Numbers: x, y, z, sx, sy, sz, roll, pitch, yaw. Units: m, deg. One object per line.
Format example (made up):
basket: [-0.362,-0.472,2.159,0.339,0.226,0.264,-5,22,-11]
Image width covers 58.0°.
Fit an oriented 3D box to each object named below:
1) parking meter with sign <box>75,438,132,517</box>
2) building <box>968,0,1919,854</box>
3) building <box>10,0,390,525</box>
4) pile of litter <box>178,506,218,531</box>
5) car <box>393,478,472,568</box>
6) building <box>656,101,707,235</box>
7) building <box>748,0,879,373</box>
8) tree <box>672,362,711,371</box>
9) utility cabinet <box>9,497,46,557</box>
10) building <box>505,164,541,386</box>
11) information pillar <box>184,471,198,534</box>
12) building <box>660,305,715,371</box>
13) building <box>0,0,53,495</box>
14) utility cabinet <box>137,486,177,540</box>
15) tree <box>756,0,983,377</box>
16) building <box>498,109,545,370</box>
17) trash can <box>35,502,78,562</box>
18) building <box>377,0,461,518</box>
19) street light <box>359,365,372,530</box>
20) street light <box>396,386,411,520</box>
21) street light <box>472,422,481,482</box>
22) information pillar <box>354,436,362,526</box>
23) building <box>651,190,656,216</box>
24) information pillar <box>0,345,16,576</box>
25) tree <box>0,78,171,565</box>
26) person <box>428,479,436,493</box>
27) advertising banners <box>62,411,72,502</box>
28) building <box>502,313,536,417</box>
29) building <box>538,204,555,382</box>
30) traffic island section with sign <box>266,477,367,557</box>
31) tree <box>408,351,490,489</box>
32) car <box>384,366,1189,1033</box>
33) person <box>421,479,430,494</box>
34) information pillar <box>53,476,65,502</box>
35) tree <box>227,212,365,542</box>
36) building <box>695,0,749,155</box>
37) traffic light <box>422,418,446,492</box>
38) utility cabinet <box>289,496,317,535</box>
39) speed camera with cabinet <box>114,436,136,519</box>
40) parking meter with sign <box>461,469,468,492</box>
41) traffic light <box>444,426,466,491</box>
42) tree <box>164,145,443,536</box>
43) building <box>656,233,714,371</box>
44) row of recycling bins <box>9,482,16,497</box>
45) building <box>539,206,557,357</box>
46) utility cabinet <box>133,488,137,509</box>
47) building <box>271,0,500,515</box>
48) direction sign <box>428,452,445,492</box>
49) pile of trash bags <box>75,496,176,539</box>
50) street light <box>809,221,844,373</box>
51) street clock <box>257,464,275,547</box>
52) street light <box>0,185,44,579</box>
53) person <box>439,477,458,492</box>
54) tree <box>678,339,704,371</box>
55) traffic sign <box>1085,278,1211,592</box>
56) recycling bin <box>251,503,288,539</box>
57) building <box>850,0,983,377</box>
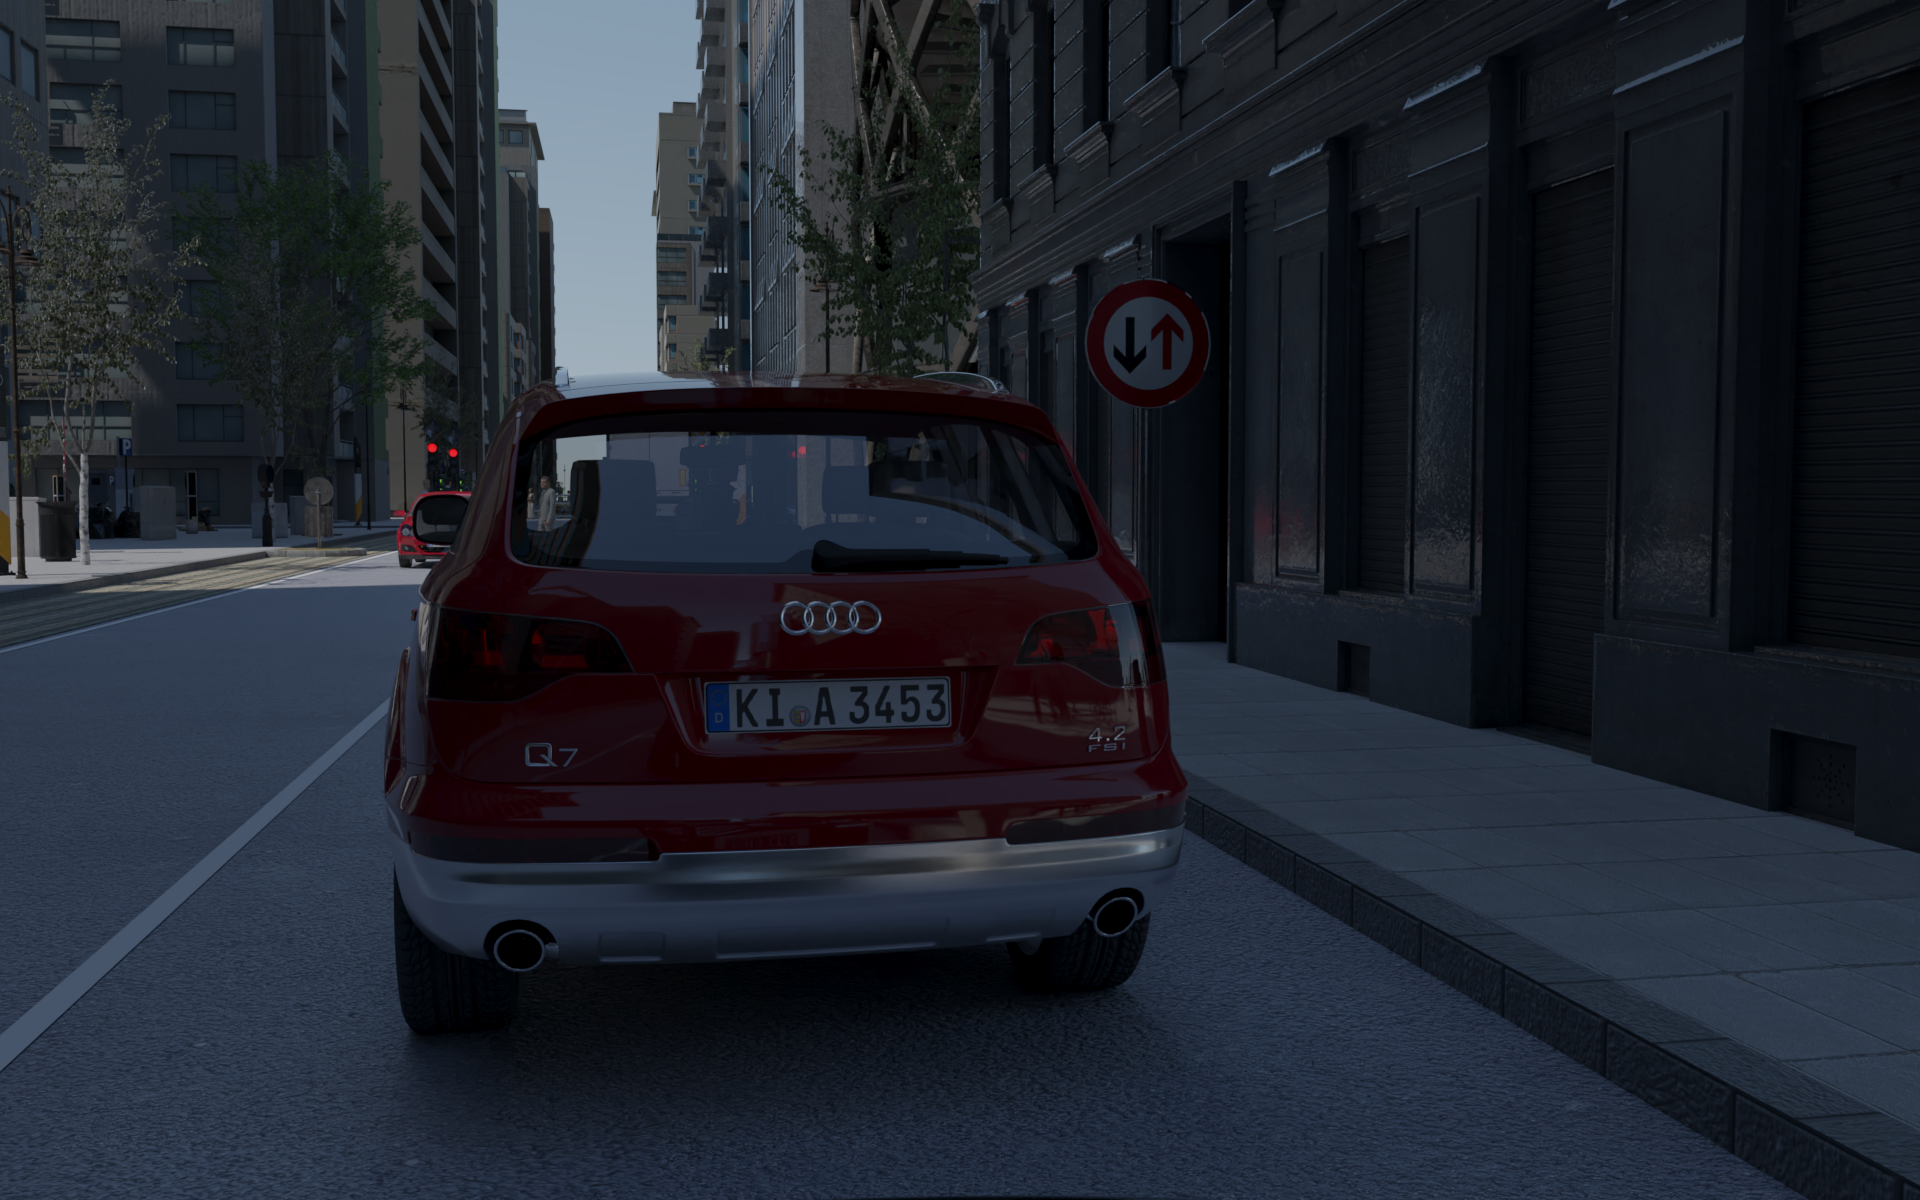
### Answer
parking meter with sign: [-26.810,-3.539,54.124,1.738,3.016,0.543,0,4,7]
building: [6.472,-10.107,14.396,9.793,20.994,18.267,-1,4,-11]
building: [-33.708,-24.013,76.207,14.154,41.232,14.086,-1,4,-11]
pile of litter: [-26.365,-2.812,59.947,1.176,0.858,1.719,-3,5,-41]
car: [-10.328,-1.600,35.193,2.155,1.783,4.494,-1,4,-11]
building: [-26.074,-35.993,212.188,21.300,48.544,21.600,-1,4,-11]
building: [-0.103,-14.577,56.357,12.078,24.808,19.932,-1,4,-11]
tree: [-14.743,-8.830,94.727,4.360,8.622,3.978,0,3,0]
utility cabinet: [-19.190,-1.478,35.325,1.020,1.237,0.306,0,4,2]
building: [-58.029,-32.099,208.411,14.154,41.232,14.086,-1,4,-11]
information pillar: [-24.788,-3.140,55.838,0.304,2.012,0.304,-3,5,-41]
building: [-15.951,-20.178,174.957,27.650,21.520,28.899,-1,4,-11]
building: [-42.056,-27.832,44.285,27.495,52.752,28.713,-1,4,-11]
utility cabinet: [-22.318,-2.419,48.228,0.318,1.500,1.173,1,4,10]
tree: [-0.518,-4.601,25.591,4.737,8.622,4.395,0,3,0]
building: [-72.192,-39.737,238.937,28.713,52.752,27.495,-1,4,-11]
trash can: [-17.150,-1.301,32.925,0.748,1.137,0.748,0,3,0]
building: [-41.437,-29.178,100.763,21.300,48.544,21.600,-1,4,-11]
street light: [-21.204,-5.455,61.975,0.468,5.910,1.993,-1,4,-11]
street light: [-23.155,-6.079,72.184,0.468,5.910,1.993,-1,4,-11]
street light: [-30.096,-8.259,107.829,0.468,5.910,1.993,-1,4,-11]
information pillar: [-24.536,-4.846,70.586,0.183,3.616,0.504,0,4,4]
building: [-37.180,-43.034,292.848,28.713,52.752,27.495,-1,4,-11]
information pillar: [-15.101,-2.184,27.060,0.183,3.616,0.504,2,4,25]
tree: [-15.871,-4.949,31.281,4.360,8.622,3.978,0,3,0]
person: [-15.180,-2.502,49.210,0.447,1.846,0.655,1,4,9]
advertising banners: [-19.414,-2.536,37.656,0.090,3.025,2.074,-2,4,-24]
building: [-60.582,-20.895,186.668,27.650,21.520,28.899,-1,4,-11]
building: [-68.499,-37.403,261.652,14.600,45.320,14.200,-1,4,-11]
traffic island section with sign: [-14.808,-1.916,39.962,1.989,1.847,2.006,-1,4,-11]
tree: [-26.509,-8.491,89.189,4.360,8.622,3.978,0,3,0]
car: [-0.851,0.145,6.307,2.281,1.827,5.304,-1,4,-13]
person: [-14.840,-2.427,48.055,0.818,1.842,0.514,-2,4,-30]
information pillar: [-36.007,-3.960,69.230,0.304,2.012,0.304,2,4,34]
tree: [-18.092,-5.822,45.547,4.360,8.622,3.978,0,3,0]
building: [-6.362,-30.468,117.763,23.786,49.044,30.456,-1,4,-11]
traffic light: [-19.460,-4.597,64.087,0.839,4.253,0.868,-1,4,-11]
utility cabinet: [-20.691,-2.673,54.862,0.306,1.237,1.020,2,4,35]
speed camera with cabinet: [-28.412,-3.943,58.808,0.660,3.252,2.038,-1,4,-20]
parking meter with sign: [-33.916,-7.474,118.453,0.543,3.016,1.738,-2,4,-24]
traffic light: [-20.982,-5.077,71.926,0.839,4.253,0.868,-1,4,-11]
tree: [-19.705,-7.776,52.899,9.928,11.665,9.643,0,3,0]
building: [-26.919,-25.855,194.425,14.160,30.474,14.107,-1,4,-11]
row of recycling bins: [-26.214,-2.320,45.044,1.069,1.692,3.534,1,4,19]
building: [-77.510,-40.544,282.497,23.786,49.044,30.456,-1,4,-11]
utility cabinet: [-27.194,-3.040,58.387,1.173,1.500,0.318,0,4,0]
building: [-41.756,-27.215,128.563,14.154,41.232,14.086,-1,4,-11]
direction sign: [-28.255,-6.210,93.523,0.876,3.537,0.379,-2,4,-32]
pile of trash bags: [-24.496,-2.500,50.627,1.912,1.369,3.447,2,4,28]
street light: [-2.252,-3.471,29.532,0.468,5.910,1.993,-1,4,-11]
street clock: [-16.920,-2.305,42.264,0.358,2.002,0.471,0,4,2]
street light: [-14.211,-3.258,26.055,0.468,5.910,1.993,-1,4,-11]
person: [-14.470,-2.529,49.213,0.648,1.900,0.474,-2,4,-25]
tree: [-11.730,-8.017,81.444,4.737,8.622,4.395,0,3,0]
traffic sign: [1.104,-0.625,10.320,0.768,2.556,0.104,-1,4,-10]
recycling bin: [-20.065,-2.311,50.334,0.722,1.027,0.722,2,4,29]
building: [5.841,-10.472,38.665,16.820,18.784,16.811,-1,4,-11]
